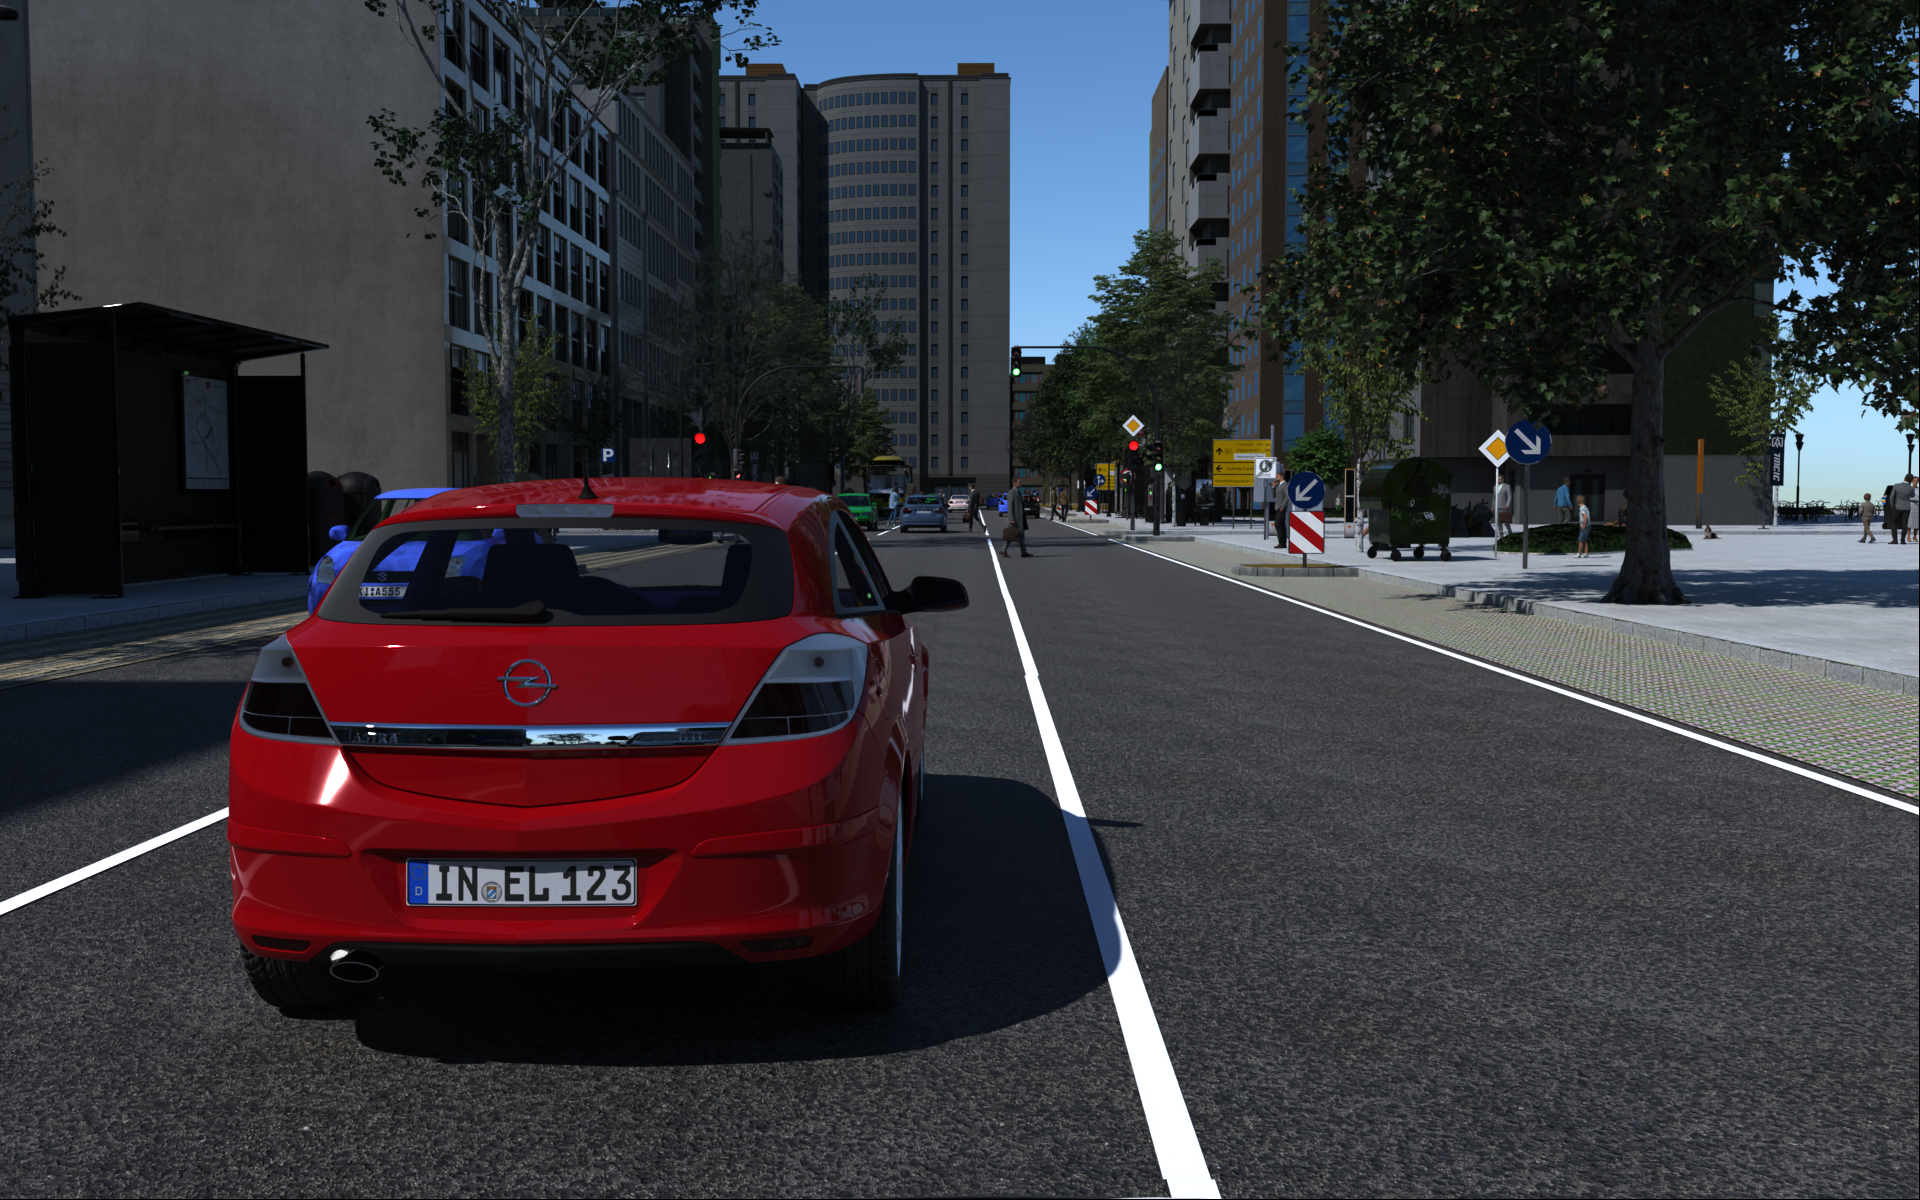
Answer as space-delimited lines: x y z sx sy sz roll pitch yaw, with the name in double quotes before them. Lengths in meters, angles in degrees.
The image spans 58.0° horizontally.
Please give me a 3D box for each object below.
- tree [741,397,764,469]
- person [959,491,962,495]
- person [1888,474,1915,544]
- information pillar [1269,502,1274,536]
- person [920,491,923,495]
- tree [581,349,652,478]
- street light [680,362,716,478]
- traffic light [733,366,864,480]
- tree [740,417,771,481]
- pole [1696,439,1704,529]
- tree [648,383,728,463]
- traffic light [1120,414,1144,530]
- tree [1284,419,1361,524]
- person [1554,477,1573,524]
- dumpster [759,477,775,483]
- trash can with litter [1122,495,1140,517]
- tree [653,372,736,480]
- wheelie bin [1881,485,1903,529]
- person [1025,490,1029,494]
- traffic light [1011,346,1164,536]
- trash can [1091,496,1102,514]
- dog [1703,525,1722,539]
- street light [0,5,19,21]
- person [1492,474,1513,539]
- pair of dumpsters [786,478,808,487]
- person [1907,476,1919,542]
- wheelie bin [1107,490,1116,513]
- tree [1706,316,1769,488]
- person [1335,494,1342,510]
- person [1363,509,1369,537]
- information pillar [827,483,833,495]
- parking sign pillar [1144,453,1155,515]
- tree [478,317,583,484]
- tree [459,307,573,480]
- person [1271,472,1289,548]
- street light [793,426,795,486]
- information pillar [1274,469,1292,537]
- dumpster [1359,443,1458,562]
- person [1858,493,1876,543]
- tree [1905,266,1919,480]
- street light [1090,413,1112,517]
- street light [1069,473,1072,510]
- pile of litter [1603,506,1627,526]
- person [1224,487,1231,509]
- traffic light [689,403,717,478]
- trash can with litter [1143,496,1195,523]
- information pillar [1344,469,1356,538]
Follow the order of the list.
"tree" -15.622 -10.056 114.778 4.360 8.622 3.978 0 3 0
"person" 0.028 -11.759 200.779 0.705 1.821 1.348 0 4 -7
"person" 24.026 -2.322 44.196 0.592 1.802 0.473 2 4 34
"information pillar" 9.626 -2.979 53.206 0.304 2.012 0.304 1 4 14
"person" -3.830 -10.408 179.202 0.750 1.759 0.617 1 4 15
"tree" -18.283 -8.368 87.185 4.360 8.622 3.978 0 3 0
"street light" -9.304 -5.425 61.235 1.470 5.913 1.316 0 4 0
"traffic light" -5.775 -5.302 61.350 4.771 5.953 1.251 0 4 0
"tree" -16.379 -11.099 131.838 4.737 8.622 4.395 0 3 0
"pole" 27.401 -4.299 64.126 0.158 3.312 0.155 0 3 0
"tree" -17.348 -9.710 109.123 4.737 8.622 4.395 0 3 0
"traffic light" 6.094 -4.423 61.232 0.839 4.253 0.868 0 4 0
"tree" 15.924 -5.643 75.981 4.285 4.588 4.351 0 3 0
"person" 18.124 -2.794 52.074 0.444 1.785 0.601 0 4 -8
"dumpster" -11.358 -6.029 101.070 1.502 2.255 1.985 0 4 0
"trash can with litter" 9.930 -5.224 96.463 2.233 1.210 1.678 1 4 9
"tree" -15.720 -9.225 101.188 4.360 8.622 3.978 0 3 0
"wheelie bin" 33.950 -3.357 62.790 0.980 1.594 0.693 0 4 0
"person" 6.120 -9.176 158.471 1.348 1.831 0.705 -2 4 -27
"traffic light" 3.934 -4.798 53.123 4.771 5.953 1.251 0 4 0
"trash can" 8.824 -6.165 112.454 0.748 1.137 0.748 0 3 0
"dog" 21.477 -1.934 49.360 0.748 0.427 0.550 0 3 0
"street light" -9.647 -2.696 16.624 1.470 5.913 1.316 0 4 0
"person" 14.635 -2.485 46.793 0.853 1.813 0.709 -3 5 -41
"pair of dumpsters" -9.961 -6.252 104.714 1.574 2.255 4.437 0 4 1
"person" 25.521 -2.426 46.285 0.480 1.755 0.524 0 4 0
"wheelie bin" 10.289 -6.607 115.931 0.980 1.594 0.693 2 4 30
"tree" 31.679 -7.160 67.428 4.737 8.622 4.395 0 3 0
"person" 22.317 -5.627 102.288 0.306 1.304 0.590 -3 5 -39
"person" 9.697 -2.108 40.603 0.778 1.811 0.616 -1 4 -16
"information pillar" -8.944 -7.015 119.188 0.304 2.012 0.304 -1 4 -14
"parking sign pillar" 11.562 -7.326 108.251 1.447 3.967 1.447 1 4 14
"tree" -18.371 -7.466 72.427 4.360 8.622 3.978 0 3 0
"tree" -17.185 -7.150 67.268 4.737 8.622 4.395 0 3 0
"person" 7.591 -2.129 41.038 0.473 1.802 0.592 1 4 14
"street light" -8.989 -7.764 99.477 1.470 5.913 1.316 0 4 0
"information pillar" 9.564 -2.850 51.089 0.304 2.012 0.304 -2 4 -28
"dumpster" 8.703 -1.905 33.646 1.502 2.255 1.985 0 4 0
"person" 23.648 -2.132 45.180 0.475 1.303 0.640 -1 4 -19
"tree" 16.813 -4.779 28.498 4.737 8.622 4.395 0 3 0
"street light" 7.902 -7.681 98.121 1.470 5.913 1.316 0 4 0
"street light" 8.183 -10.020 136.363 1.470 5.913 1.316 0 4 0
"pile of litter" 24.040 -3.022 63.372 1.176 0.858 1.719 3 5 43
"person" 17.949 -6.738 116.379 0.590 1.801 0.661 1 4 20
"traffic light" -7.934 -3.940 53.347 0.839 4.253 0.868 0 4 0
"trash can with litter" 9.547 -4.057 77.384 2.233 1.210 1.678 0 4 -4
"information pillar" 11.304 -2.797 50.231 0.304 2.012 0.304 1 4 12
